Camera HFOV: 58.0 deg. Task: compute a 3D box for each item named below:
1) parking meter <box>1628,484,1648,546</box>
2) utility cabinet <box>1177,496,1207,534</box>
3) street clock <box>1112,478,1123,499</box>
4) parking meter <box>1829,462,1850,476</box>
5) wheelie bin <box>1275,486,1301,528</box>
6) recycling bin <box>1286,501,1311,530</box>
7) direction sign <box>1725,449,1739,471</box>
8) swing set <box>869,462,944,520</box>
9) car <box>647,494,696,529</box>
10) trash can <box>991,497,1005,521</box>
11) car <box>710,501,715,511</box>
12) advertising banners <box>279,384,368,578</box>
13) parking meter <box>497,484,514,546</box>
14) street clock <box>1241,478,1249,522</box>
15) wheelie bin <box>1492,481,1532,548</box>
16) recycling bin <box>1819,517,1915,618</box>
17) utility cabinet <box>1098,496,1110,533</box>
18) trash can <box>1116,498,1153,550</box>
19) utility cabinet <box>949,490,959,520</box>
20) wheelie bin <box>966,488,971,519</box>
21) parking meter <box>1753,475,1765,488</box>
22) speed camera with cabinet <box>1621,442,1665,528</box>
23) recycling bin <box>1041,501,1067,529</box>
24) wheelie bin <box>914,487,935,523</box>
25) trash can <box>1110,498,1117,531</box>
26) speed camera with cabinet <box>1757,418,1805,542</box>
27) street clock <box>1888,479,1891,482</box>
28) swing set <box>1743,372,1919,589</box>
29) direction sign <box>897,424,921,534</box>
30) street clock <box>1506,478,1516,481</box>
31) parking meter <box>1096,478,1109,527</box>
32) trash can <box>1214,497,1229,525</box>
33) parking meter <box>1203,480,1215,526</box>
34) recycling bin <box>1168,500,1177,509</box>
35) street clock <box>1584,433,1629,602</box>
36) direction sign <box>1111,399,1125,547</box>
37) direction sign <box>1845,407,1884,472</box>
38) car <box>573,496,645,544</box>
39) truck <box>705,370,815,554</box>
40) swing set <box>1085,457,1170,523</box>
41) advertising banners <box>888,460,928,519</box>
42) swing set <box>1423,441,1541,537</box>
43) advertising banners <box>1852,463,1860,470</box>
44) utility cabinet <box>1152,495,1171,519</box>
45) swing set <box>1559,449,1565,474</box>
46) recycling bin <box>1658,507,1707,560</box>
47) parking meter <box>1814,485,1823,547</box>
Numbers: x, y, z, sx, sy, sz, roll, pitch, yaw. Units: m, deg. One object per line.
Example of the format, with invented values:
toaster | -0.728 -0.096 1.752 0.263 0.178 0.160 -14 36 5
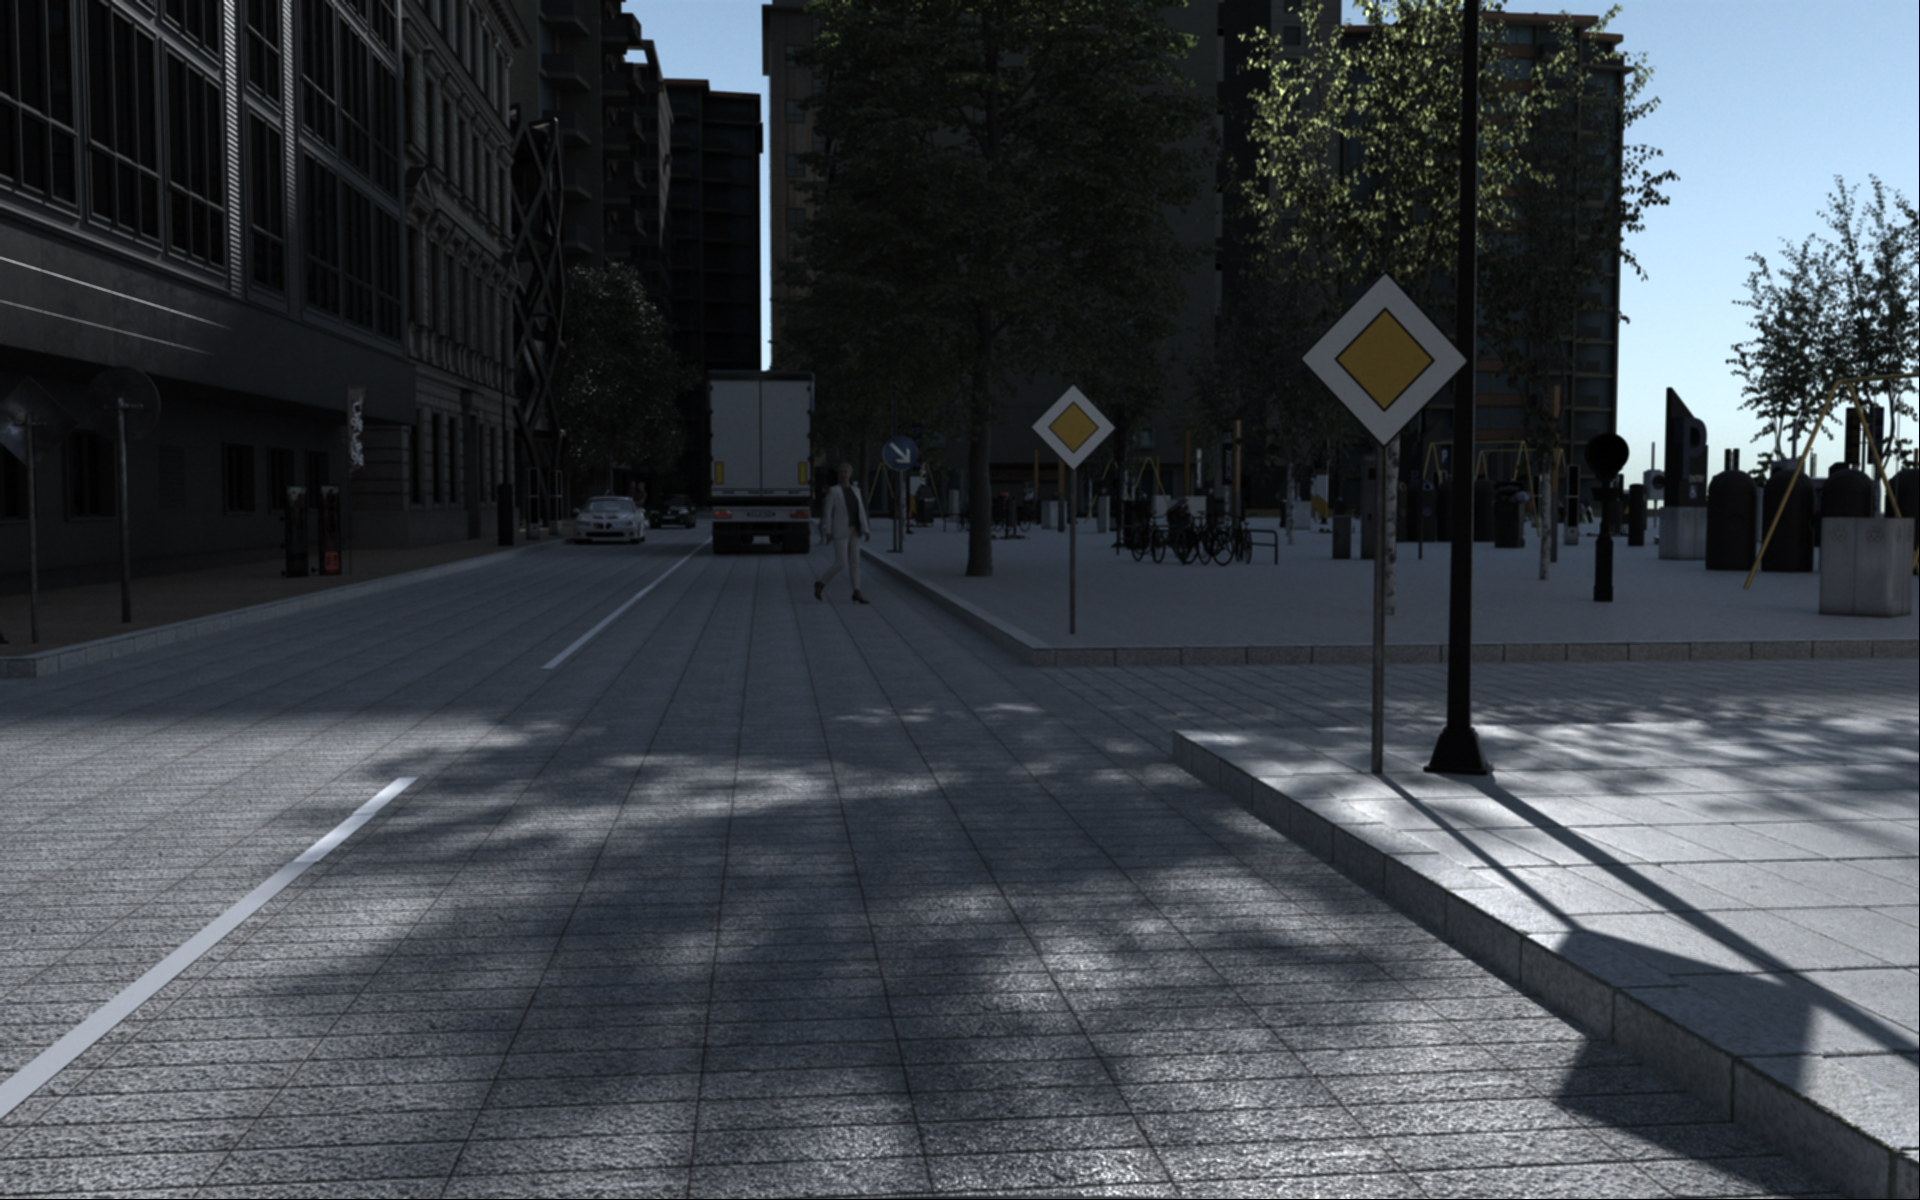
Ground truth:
parking meter | 16.726 -2.104 42.810 0.372 1.533 0.369 0 3 0
utility cabinet | 6.467 -2.277 48.383 0.306 1.237 1.020 3 5 42
street clock | 7.053 -4.465 77.568 0.471 2.002 0.358 0 4 8
parking meter | 16.201 -1.606 31.965 0.255 1.863 0.399 0 4 8
wheelie bin | 12.528 -3.569 66.254 0.980 1.594 0.693 1 4 9
recycling bin | 12.288 -3.078 62.880 0.722 1.027 0.722 -1 4 -10
direction sign | 38.614 -5.793 86.710 0.379 3.537 0.876 -1 4 -22
swing set | -2.683 -5.357 85.201 3.119 2.851 2.862 3 4 38
car | -12.045 -3.844 72.633 2.009 1.686 4.222 0 4 -5
trash can | 1.672 -4.083 78.414 0.748 1.137 0.748 0 3 0
car | -20.255 -8.494 147.557 2.281 1.827 5.304 0 4 -8
advertising banners | -9.944 -1.897 27.211 0.090 3.025 2.074 1 4 19
parking meter | -11.314 -2.122 43.099 0.372 1.533 0.369 0 3 0
street clock | 13.106 -4.623 80.157 0.471 2.002 0.358 1 4 18
wheelie bin | 13.160 -2.049 41.414 0.980 1.594 0.693 2 4 33
recycling bin | 9.640 -0.359 18.417 0.722 1.027 0.722 -3 5 -45
utility cabinet | 4.751 -2.822 57.299 0.306 1.237 1.020 1 4 11
trash can | 4.102 -1.748 40.235 0.748 1.137 0.748 0 3 0
utility cabinet | -0.284 -4.685 85.283 0.318 1.500 1.173 -1 4 -11
wheelie bin | 0.780 -4.811 86.569 0.980 1.594 0.693 0 4 2
parking meter | 24.494 -2.909 53.268 0.399 1.863 0.255 0 4 7
speed camera with cabinet | 25.790 -4.374 65.857 2.038 3.252 0.660 -1 4 -8
recycling bin | 3.446 -3.111 63.424 0.722 1.027 0.722 -2 4 -24
wheelie bin | -1.599 -4.157 75.871 0.980 1.594 0.693 -2 4 -32
trash can | 5.327 -2.938 59.693 0.748 1.137 0.748 0 3 0
speed camera with cabinet | 21.452 -3.152 45.871 0.660 3.252 2.038 -1 4 -11
street clock | 43.567 -4.672 80.963 0.471 2.002 0.358 -3 5 -43
swing set | 12.282 -1.517 22.423 2.862 2.851 3.119 -1 4 -11
direction sign | -1.673 -3.898 55.729 0.876 3.537 0.379 -1 4 -16
street clock | 25.222 -4.571 79.301 0.471 2.002 0.358 -2 4 -32
parking meter | 5.319 -3.604 64.639 0.399 1.863 0.255 -1 4 -18
trash can | 10.989 -3.747 72.925 0.748 1.137 0.748 0 3 0
parking meter | 10.073 -3.935 70.050 0.399 1.863 0.255 -2 4 -26
recycling bin | 9.962 -4.055 78.852 0.722 1.027 0.722 3 5 41
street clock | 7.704 -0.986 20.687 0.471 2.002 0.358 1 4 10
direction sign | 3.833 -3.042 41.732 0.379 3.537 0.876 -1 4 -9
direction sign | 23.582 -3.256 45.231 0.876 3.537 0.379 2 4 27
car | -10.289 -2.363 51.000 2.083 1.381 4.827 0 4 -7
truck | -5.163 -3.429 44.974 2.839 4.237 11.283 0 4 -6
swing set | 7.417 -4.725 74.879 2.862 2.851 3.119 -2 4 -28
advertising banners | -2.627 -5.637 88.359 2.074 3.025 0.090 -1 4 -15
swing set | 15.287 -3.308 51.710 3.119 2.851 2.862 3 5 39
advertising banners | 49.324 -6.153 96.794 2.074 3.025 0.090 0 4 -7
utility cabinet | 10.544 -4.867 90.743 1.020 1.237 0.306 -2 4 -31
swing set | 19.545 -3.864 60.798 3.119 2.851 2.862 3 4 37
recycling bin | 14.218 -1.310 33.972 0.722 1.027 0.722 0 4 -7
parking meter | 20.937 -2.056 42.031 0.372 1.533 0.369 0 3 0
